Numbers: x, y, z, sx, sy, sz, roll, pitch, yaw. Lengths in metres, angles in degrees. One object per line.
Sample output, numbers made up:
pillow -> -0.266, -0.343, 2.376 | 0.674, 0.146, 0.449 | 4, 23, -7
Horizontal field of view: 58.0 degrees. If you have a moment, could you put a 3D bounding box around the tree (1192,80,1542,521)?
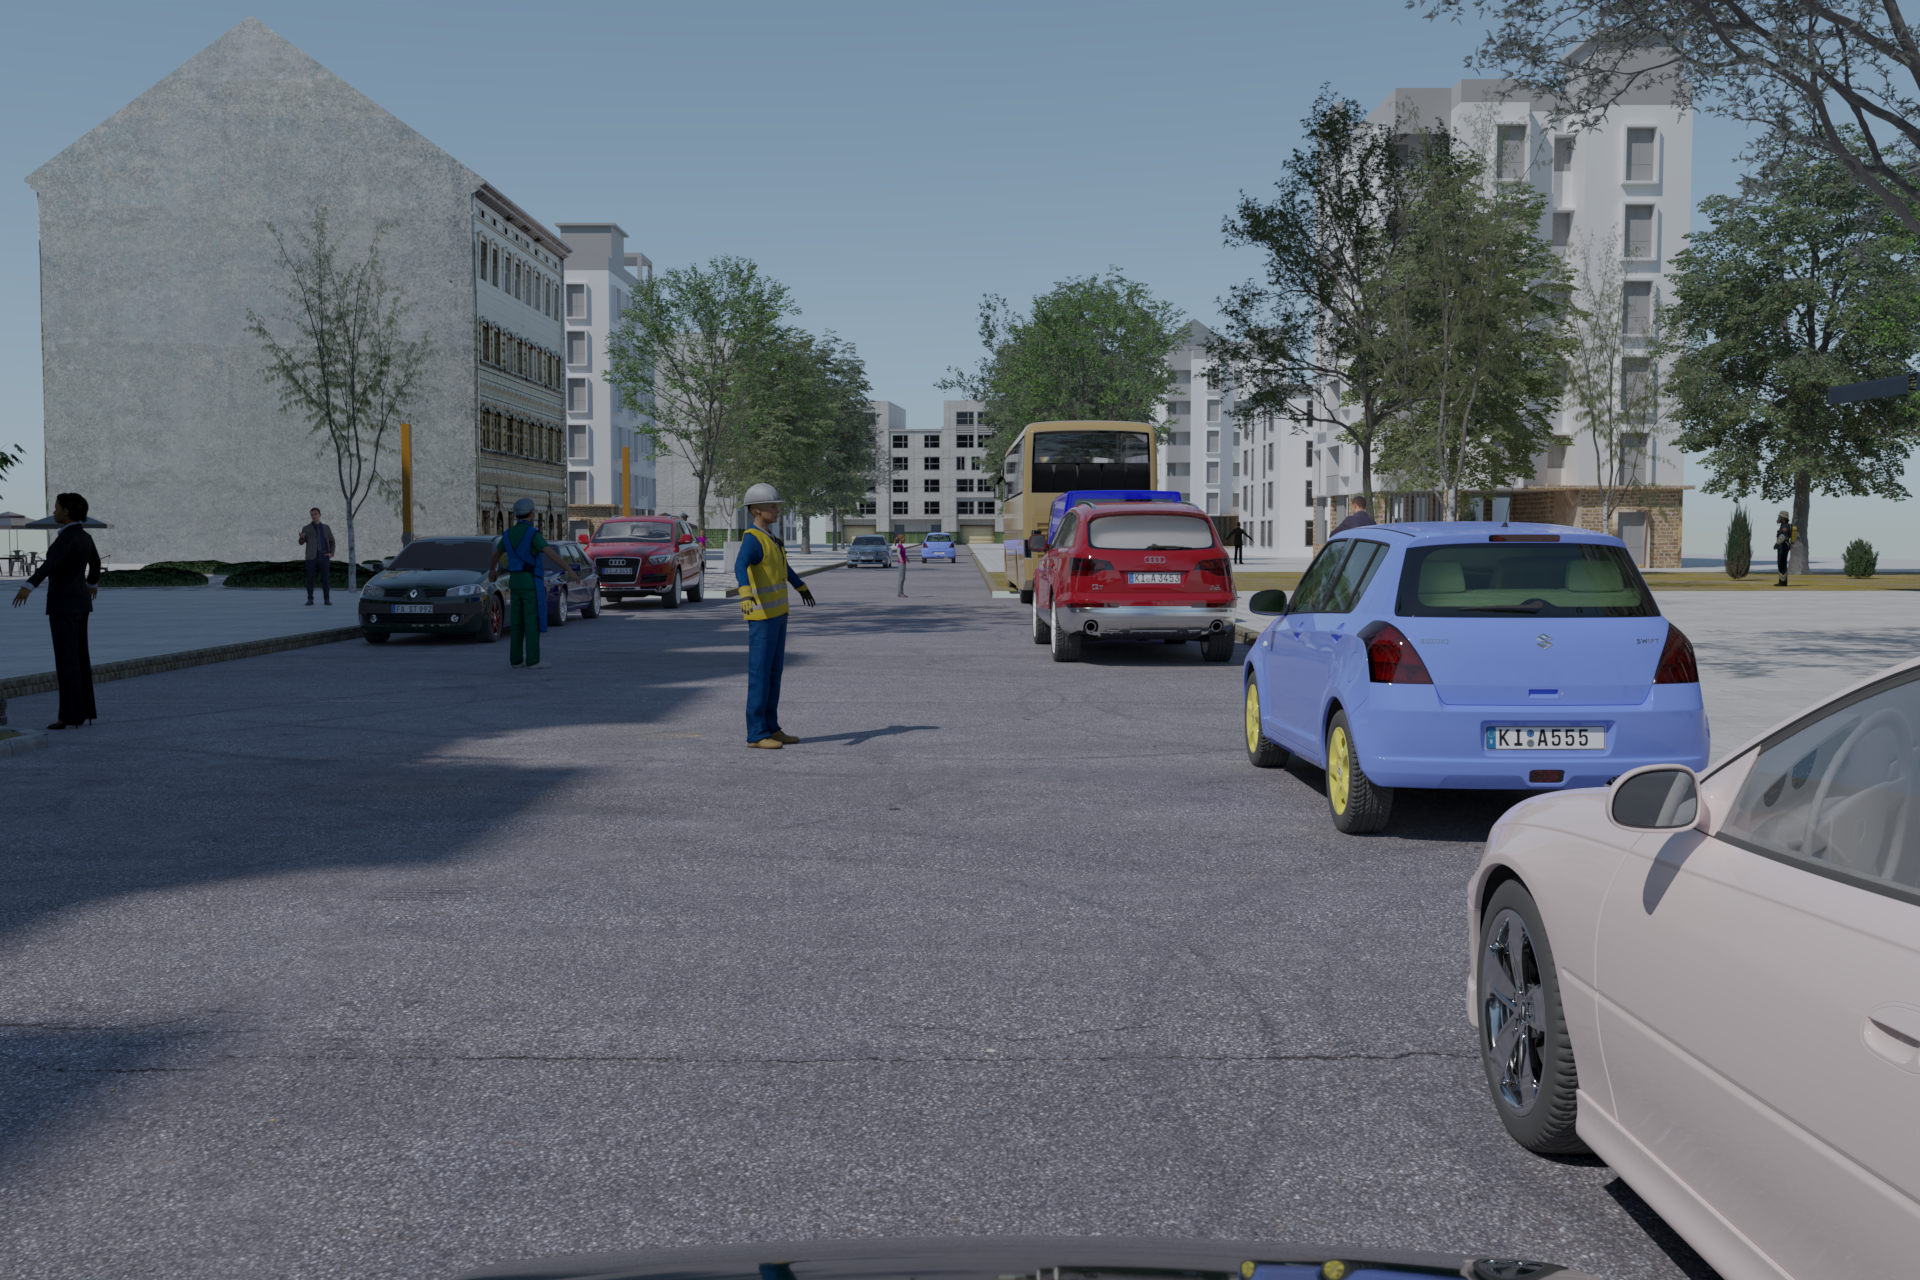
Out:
tree -> 8.359, -6.228, 36.244 | 7.601, 10.594, 8.767 | 1, 4, 9

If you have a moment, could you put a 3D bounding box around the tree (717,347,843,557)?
tree -> -10.074, -10.427, 96.239 | 9.928, 11.665, 9.643 | 0, 3, 0

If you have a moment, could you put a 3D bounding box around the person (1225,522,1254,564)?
person -> 11.853, -4.122, 73.612 | 1.346, 1.802, 0.704 | 2, 4, 33

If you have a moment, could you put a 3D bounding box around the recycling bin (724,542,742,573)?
recycling bin -> -7.486, -2.771, 57.861 | 0.722, 1.027, 0.722 | 0, 4, 1

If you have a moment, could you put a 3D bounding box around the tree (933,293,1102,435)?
tree -> 4.416, -17.224, 137.508 | 12.611, 20.169, 13.585 | 0, 3, 0

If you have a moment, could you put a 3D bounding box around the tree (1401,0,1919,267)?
tree -> 8.496, -6.343, 14.074 | 12.009, 13.543, 11.850 | 0, 3, 0

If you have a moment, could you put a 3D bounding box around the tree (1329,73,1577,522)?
tree -> 7.958, -4.749, 28.013 | 4.360, 8.622, 3.978 | 0, 3, 0

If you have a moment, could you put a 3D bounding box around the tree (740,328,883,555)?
tree -> -9.753, -12.323, 108.140 | 9.857, 13.997, 8.962 | 0, 3, 0

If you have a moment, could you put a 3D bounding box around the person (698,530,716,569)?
person -> -9.338, -3.275, 62.810 | 0.991, 1.433, 0.599 | -1, 4, -17

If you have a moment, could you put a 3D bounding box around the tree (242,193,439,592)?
tree -> -13.428, -5.368, 38.135 | 4.360, 8.622, 3.978 | 0, 3, 0

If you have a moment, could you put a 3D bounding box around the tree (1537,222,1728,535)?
tree -> 15.417, -5.568, 41.392 | 4.360, 8.622, 3.978 | 0, 3, 0

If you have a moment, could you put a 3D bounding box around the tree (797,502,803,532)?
tree -> -21.242, -17.141, 230.621 | 4.737, 8.622, 4.395 | 0, 3, 0

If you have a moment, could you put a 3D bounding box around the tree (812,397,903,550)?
tree -> -9.811, -14.205, 142.623 | 12.009, 13.543, 11.850 | 0, 3, 0

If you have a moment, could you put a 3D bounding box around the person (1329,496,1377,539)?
person -> 4.961, -0.958, 22.160 | 0.683, 1.767, 0.568 | -2, 4, -24

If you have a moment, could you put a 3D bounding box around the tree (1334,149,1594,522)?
tree -> 14.863, -8.179, 51.859 | 7.486, 12.596, 7.792 | 0, 3, 0

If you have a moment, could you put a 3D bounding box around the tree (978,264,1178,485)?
tree -> 5.600, -10.770, 82.741 | 9.857, 13.997, 8.962 | 0, 3, 0

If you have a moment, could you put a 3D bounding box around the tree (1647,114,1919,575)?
tree -> 26.431, -9.016, 54.074 | 9.857, 13.997, 8.962 | 0, 3, 0

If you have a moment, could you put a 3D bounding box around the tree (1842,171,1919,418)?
tree -> 25.799, -7.138, 42.458 | 9.928, 11.665, 9.643 | 0, 3, 0

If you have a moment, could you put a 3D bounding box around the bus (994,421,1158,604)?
bus -> 2.386, -2.873, 38.520 | 2.896, 3.916, 12.252 | 0, 4, -1

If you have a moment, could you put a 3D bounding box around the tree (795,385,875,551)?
tree -> -9.822, -13.046, 131.436 | 7.486, 12.596, 7.792 | 0, 3, 0

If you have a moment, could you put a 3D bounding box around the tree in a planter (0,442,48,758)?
tree in a planter -> -7.133, -0.847, 11.078 | 1.991, 3.239, 1.994 | 0, 4, 0

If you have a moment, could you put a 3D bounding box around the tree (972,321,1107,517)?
tree -> 5.309, -11.976, 102.462 | 9.857, 13.997, 8.962 | 0, 3, 0

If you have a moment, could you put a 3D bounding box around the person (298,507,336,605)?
person -> -11.516, -1.495, 31.015 | 0.617, 1.759, 0.750 | -1, 4, -17

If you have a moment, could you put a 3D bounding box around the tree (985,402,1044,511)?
tree -> 5.285, -12.584, 123.870 | 7.486, 12.596, 7.792 | 0, 3, 0

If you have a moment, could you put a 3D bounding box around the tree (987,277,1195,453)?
tree -> 5.109, -8.759, 68.969 | 9.928, 11.665, 9.643 | 0, 3, 0

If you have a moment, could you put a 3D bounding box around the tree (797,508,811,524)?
tree -> -20.406, -17.457, 235.781 | 4.360, 8.622, 3.978 | 0, 3, 0

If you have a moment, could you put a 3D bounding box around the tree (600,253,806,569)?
tree -> -9.375, -8.429, 63.564 | 9.928, 11.665, 9.643 | 0, 3, 0

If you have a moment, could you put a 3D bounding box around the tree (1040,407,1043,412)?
tree -> 5.077, -8.698, 92.581 | 4.360, 8.622, 3.978 | 0, 3, 0

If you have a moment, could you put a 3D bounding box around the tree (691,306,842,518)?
tree -> -9.727, -10.266, 85.970 | 7.486, 12.596, 7.792 | 0, 3, 0

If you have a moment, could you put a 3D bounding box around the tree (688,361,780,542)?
tree -> -9.923, -7.545, 73.722 | 4.360, 8.622, 3.978 | 0, 3, 0

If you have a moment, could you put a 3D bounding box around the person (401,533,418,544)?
person -> -22.225, -3.904, 69.957 | 1.348, 1.813, 0.705 | 3, 5, 40
